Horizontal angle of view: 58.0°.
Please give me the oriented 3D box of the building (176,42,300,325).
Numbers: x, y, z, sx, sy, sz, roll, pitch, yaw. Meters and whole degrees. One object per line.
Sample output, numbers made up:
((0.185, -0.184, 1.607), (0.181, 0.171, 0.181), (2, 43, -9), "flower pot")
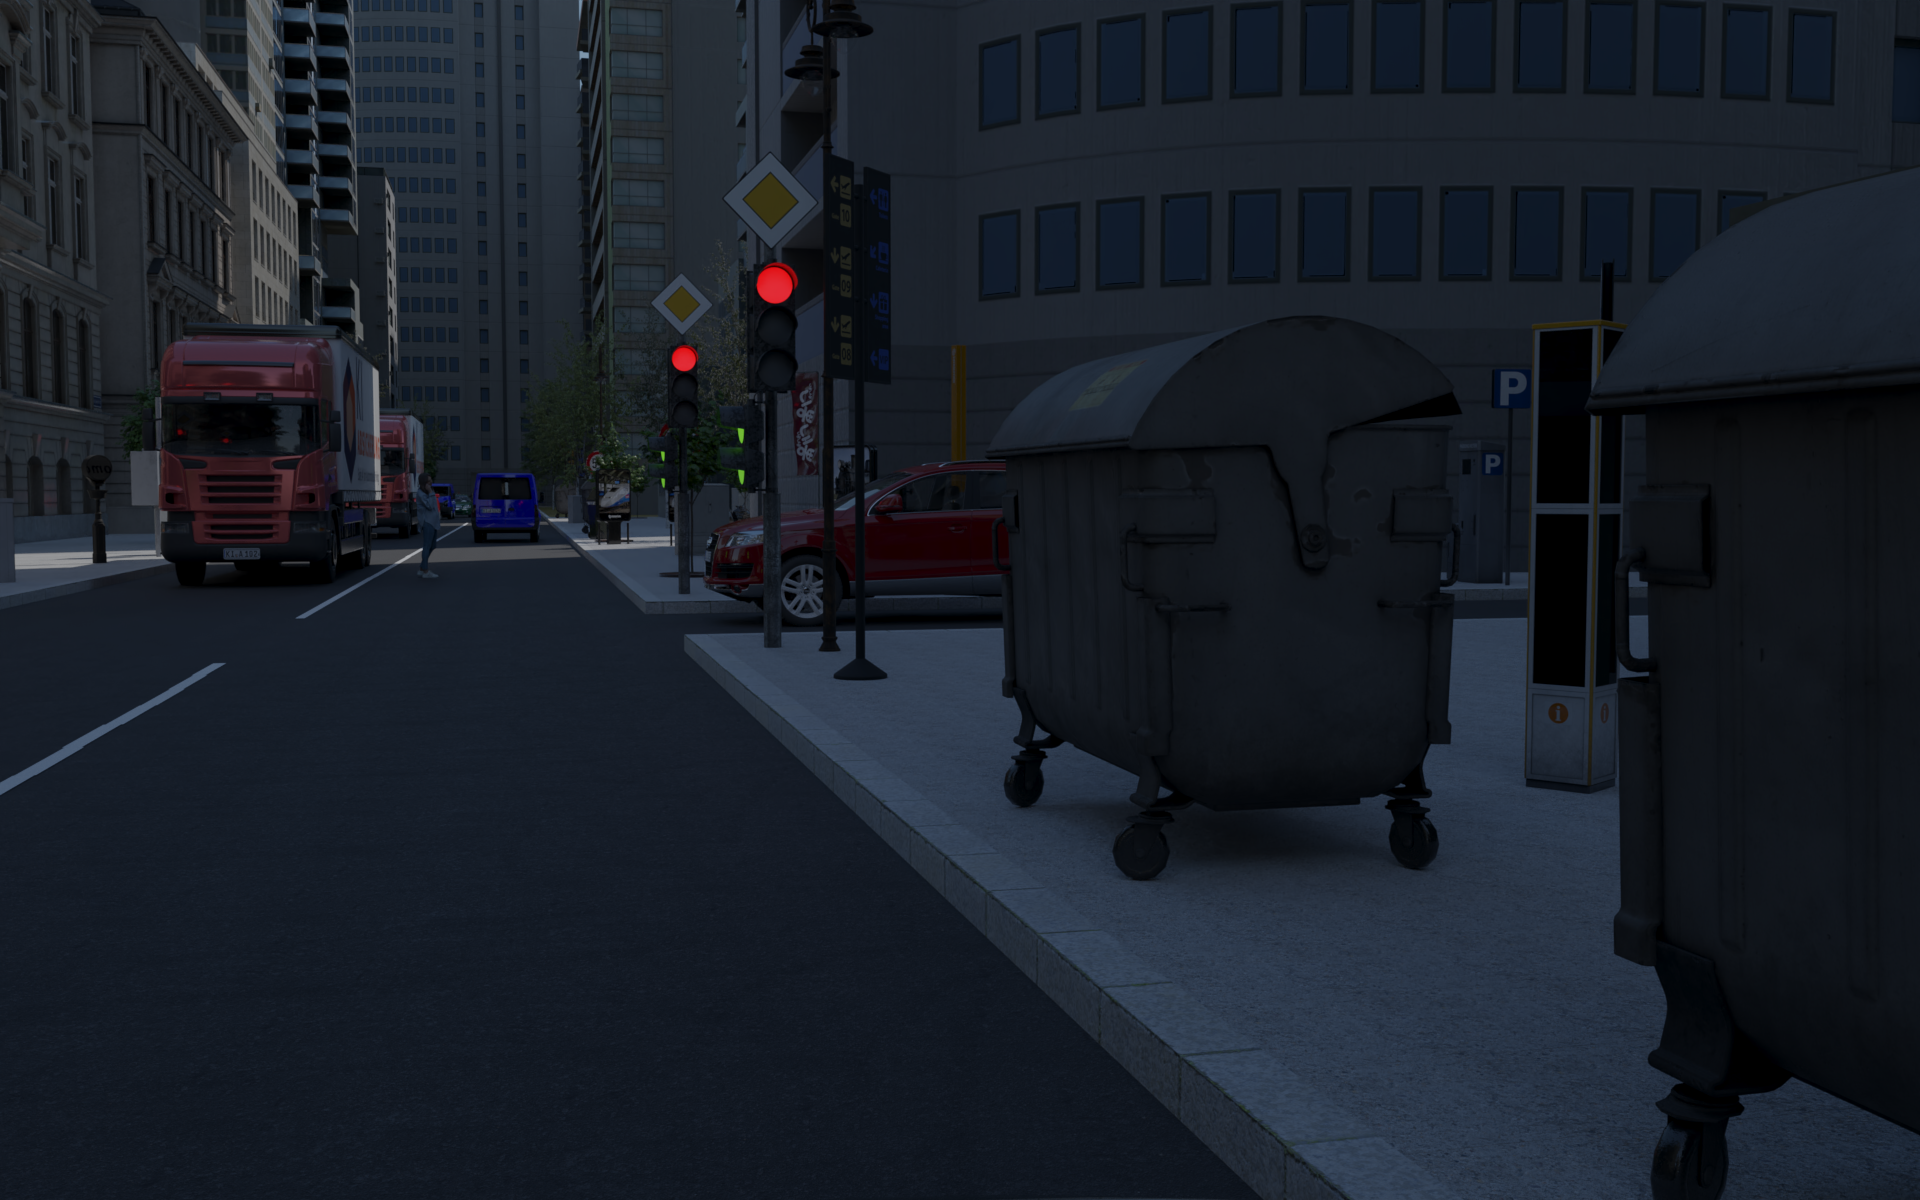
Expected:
((-37.449, -13.845, 81.115), (10.420, 20.320, 16.860), (-1, 4, -14), "building")

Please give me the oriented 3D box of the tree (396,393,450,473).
((-39.925, -10.820, 127.268), (4.737, 8.622, 4.395), (0, 3, 0), "tree")

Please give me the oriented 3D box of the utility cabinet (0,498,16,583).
((-14.070, -0.831, 24.754), (0.306, 1.237, 1.020), (2, 4, 25), "utility cabinet")

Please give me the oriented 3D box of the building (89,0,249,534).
((-32.749, -12.126, 62.894), (10.561, 19.102, 19.286), (-1, 4, -14), "building")

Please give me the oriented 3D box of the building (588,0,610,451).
((-16.423, -30.961, 129.917), (21.300, 48.544, 21.600), (-1, 4, -14), "building")

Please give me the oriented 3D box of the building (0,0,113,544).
((-27.590, -13.270, 36.048), (14.460, 24.649, 34.723), (-1, 4, -14), "building")

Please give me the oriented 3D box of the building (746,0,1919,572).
((10.464, -30.288, 37.206), (28.212, 58.520, 21.231), (-1, 4, -14), "building")

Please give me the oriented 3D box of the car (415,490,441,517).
((-26.046, -4.539, 82.893), (2.281, 1.827, 5.304), (-1, 4, -13), "car")

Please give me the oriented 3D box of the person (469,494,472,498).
((-35.013, -7.117, 125.002), (1.348, 1.807, 0.705), (0, 4, -2), "person")

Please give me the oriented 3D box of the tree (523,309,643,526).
((-14.880, -7.299, 69.708), (4.737, 8.622, 4.395), (0, 3, 0), "tree")

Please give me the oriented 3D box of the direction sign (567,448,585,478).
((-18.899, -5.711, 85.378), (0.876, 3.537, 0.379), (0, 4, 6), "direction sign")

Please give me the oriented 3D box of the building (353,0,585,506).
((-55.264, -39.383, 185.910), (28.212, 58.520, 21.231), (-1, 4, -14), "building")

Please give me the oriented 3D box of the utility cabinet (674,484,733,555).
((-5.387, -1.685, 36.230), (1.173, 1.500, 0.318), (-3, 5, -41), "utility cabinet")

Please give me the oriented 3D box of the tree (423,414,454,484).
((-48.497, -12.723, 158.386), (4.360, 8.622, 3.978), (0, 3, 0), "tree")

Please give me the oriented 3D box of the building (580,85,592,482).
((-33.772, -32.889, 187.839), (14.200, 45.320, 14.600), (-1, 4, -14), "building")

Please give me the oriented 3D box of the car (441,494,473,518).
((-30.911, -5.795, 106.551), (2.131, 1.459, 4.920), (-1, 4, -14), "car")

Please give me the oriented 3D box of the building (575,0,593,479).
((-22.671, -30.599, 154.923), (22.147, 44.769, 28.867), (-1, 4, -14), "building")

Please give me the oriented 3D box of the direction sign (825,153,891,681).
((-0.694, -1.222, 11.984), (0.379, 3.537, 0.876), (2, 4, 26), "direction sign")

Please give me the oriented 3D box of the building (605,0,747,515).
((-15.709, -26.193, 111.856), (14.154, 41.232, 14.086), (-1, 4, -14), "building")

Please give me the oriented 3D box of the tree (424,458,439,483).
((-42.053, -9.202, 134.167), (4.285, 4.588, 4.351), (0, 3, 0), "tree")

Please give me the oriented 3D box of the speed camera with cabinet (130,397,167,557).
((-16.587, -2.557, 36.145), (0.660, 3.252, 2.038), (0, 4, -2), "speed camera with cabinet")

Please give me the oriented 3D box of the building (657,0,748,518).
((-2.285, -47.068, 82.233), (22.319, 86.520, 31.000), (-1, 4, -14), "building")

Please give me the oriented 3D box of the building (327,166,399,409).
((-57.522, -23.382, 153.989), (14.107, 30.474, 14.160), (-1, 4, -14), "building")

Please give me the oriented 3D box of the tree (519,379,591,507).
((-39.641, -15.438, 170.540), (7.486, 12.596, 7.792), (0, 3, 0), "tree")

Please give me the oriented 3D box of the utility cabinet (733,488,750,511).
((-7.960, -3.360, 63.619), (0.318, 1.500, 1.173), (1, 4, 21), "utility cabinet")

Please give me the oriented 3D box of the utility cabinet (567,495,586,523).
((-16.869, -3.981, 76.243), (0.306, 1.237, 1.020), (1, 4, 19), "utility cabinet")

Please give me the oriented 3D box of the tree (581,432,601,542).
((-9.397, -3.167, 46.374), (1.663, 3.219, 1.824), (0, 3, 0), "tree")

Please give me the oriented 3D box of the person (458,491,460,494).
((-43.701, -8.656, 150.958), (0.756, 1.711, 0.436), (1, 4, 19), "person")

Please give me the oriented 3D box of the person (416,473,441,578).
((-9.137, -1.278, 29.662), (0.793, 1.790, 0.793), (-3, 4, -36), "person")

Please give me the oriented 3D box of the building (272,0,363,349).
((-55.286, -49.791, 126.746), (22.319, 86.520, 31.000), (-1, 4, -14), "building")

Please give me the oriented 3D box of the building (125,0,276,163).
((-53.286, -24.954, 99.871), (32.217, 40.220, 23.993), (-1, 4, -14), "building")

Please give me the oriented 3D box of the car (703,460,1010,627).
((-0.294, -0.692, 19.980), (5.304, 1.827, 2.281), (-1, 4, -14), "car")
